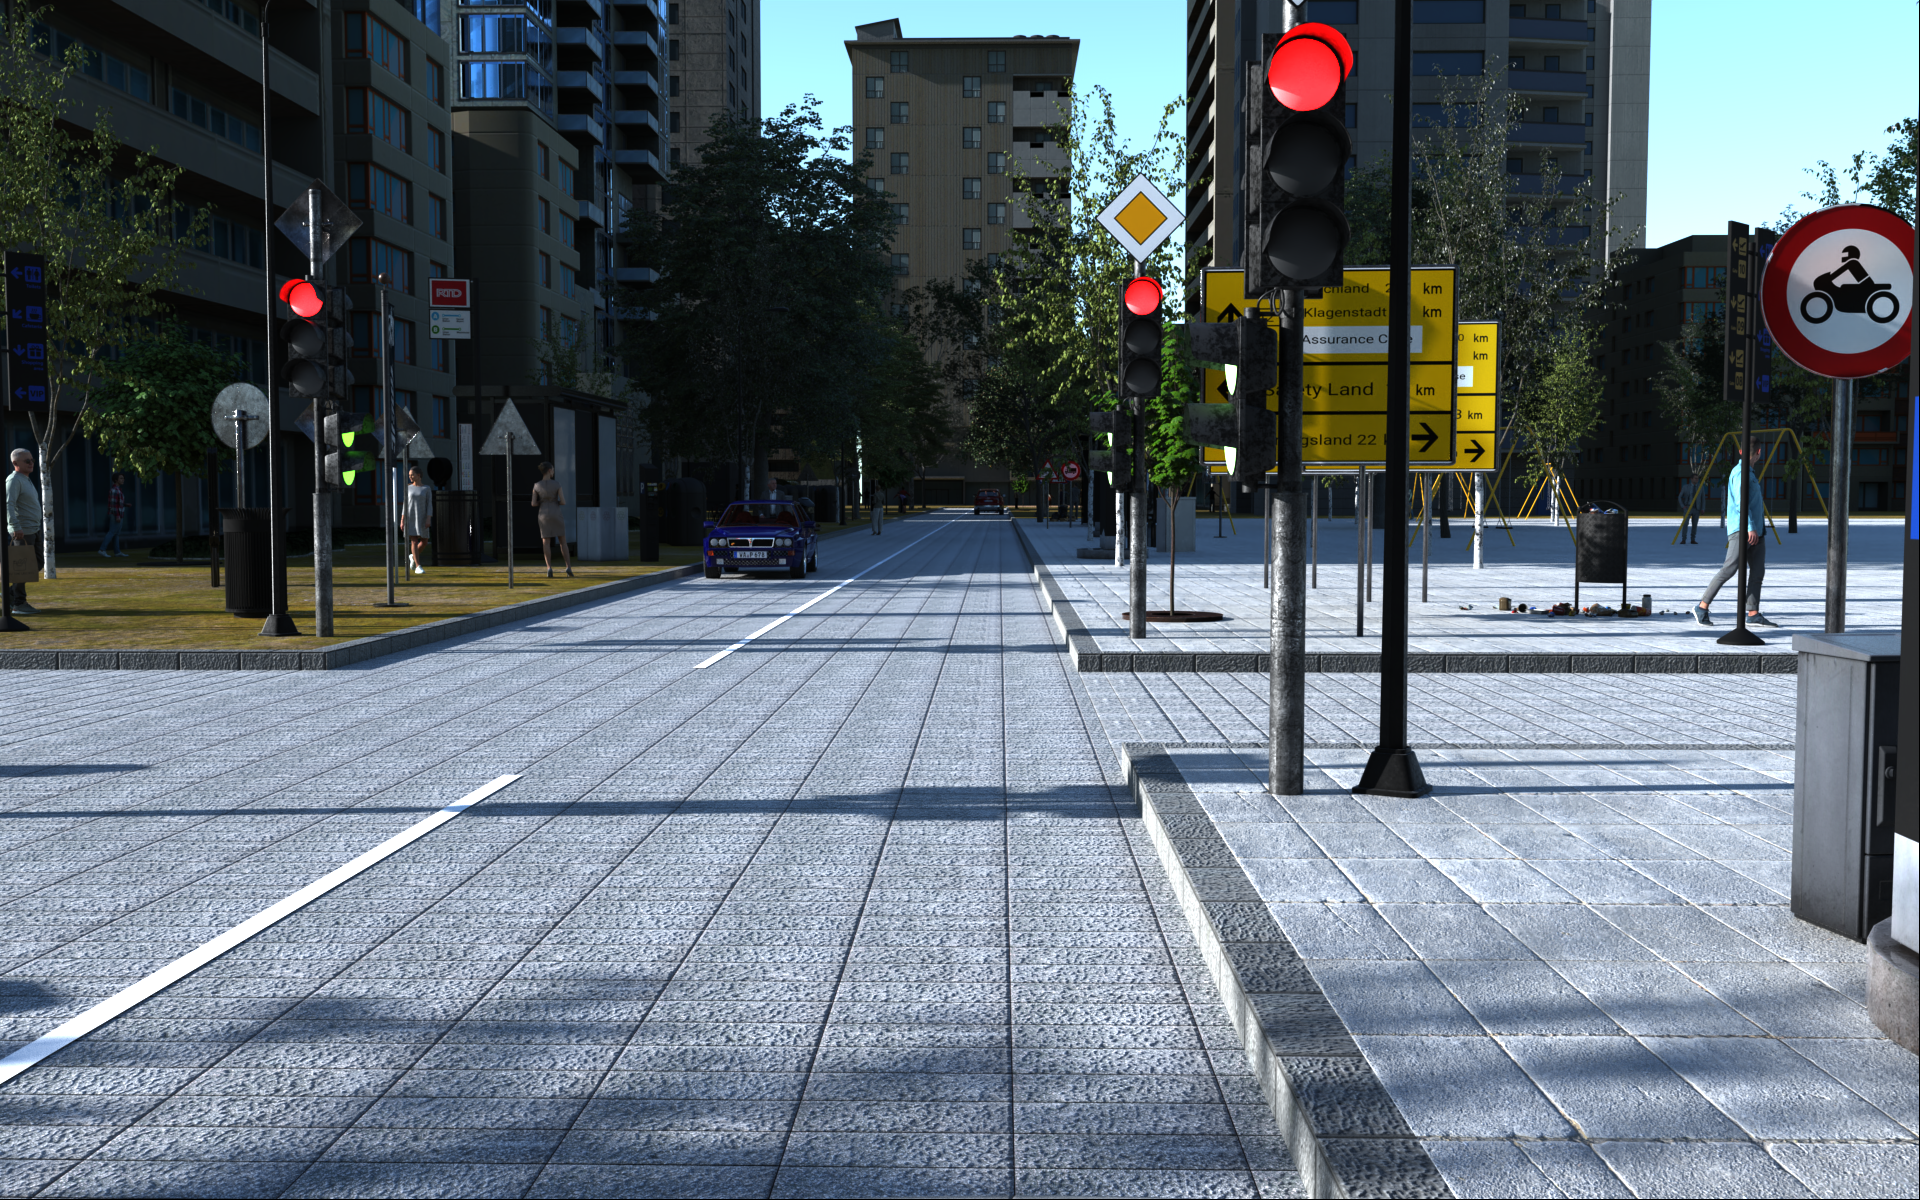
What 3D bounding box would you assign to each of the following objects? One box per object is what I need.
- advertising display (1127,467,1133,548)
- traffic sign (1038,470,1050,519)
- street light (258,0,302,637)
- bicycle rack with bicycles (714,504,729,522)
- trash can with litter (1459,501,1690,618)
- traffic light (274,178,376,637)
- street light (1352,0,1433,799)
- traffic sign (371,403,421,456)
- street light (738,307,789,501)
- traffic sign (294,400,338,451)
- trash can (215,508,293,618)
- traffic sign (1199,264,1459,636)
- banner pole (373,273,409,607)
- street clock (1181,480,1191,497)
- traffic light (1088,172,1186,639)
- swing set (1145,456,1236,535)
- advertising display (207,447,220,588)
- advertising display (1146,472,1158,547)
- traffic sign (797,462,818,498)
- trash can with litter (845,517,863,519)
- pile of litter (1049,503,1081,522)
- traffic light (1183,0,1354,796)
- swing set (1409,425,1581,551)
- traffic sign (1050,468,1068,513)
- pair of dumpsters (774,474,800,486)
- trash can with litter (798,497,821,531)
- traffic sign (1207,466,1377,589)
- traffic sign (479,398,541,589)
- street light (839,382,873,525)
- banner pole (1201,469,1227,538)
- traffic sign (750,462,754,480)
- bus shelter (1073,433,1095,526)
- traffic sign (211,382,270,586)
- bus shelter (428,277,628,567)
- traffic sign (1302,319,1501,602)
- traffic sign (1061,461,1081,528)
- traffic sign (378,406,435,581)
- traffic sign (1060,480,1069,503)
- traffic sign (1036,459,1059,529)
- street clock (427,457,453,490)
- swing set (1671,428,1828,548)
[{"bbox_3d":[3.545,-1.886,36.053,0.123,1.923,0.974,0,4,7],"label":"advertising display"},{"bbox_3d":[4.239,-5.398,88.361,0.768,2.556,0.104,0,4,5],"label":"traffic sign"},{"bbox_3d":[-5.639,-2.630,15.536,1.470,5.913,1.316,0,4,1],"label":"street light"},{"bbox_3d":[-8.677,-2.951,61.625,2.852,0.926,2.925,-1,4,-12],"label":"bicycle rack with bicycles"},{"bbox_3d":[6.562,-0.467,18.695,2.233,1.210,1.678,3,4,38],"label":"trash can with litter"},{"bbox_3d":[-5.695,-1.623,15.459,0.839,4.253,0.868,0,4,1],"label":"traffic light"},{"bbox_3d":[1.326,-2.127,7.315,1.470,5.913,1.316,0,4,1],"label":"street light"},{"bbox_3d":[-8.036,-1.523,24.627,0.795,2.593,0.064,1,4,9],"label":"traffic sign"},{"bbox_3d":[-4.946,-4.320,43.166,1.470,5.913,1.316,0,4,1],"label":"street light"},{"bbox_3d":[-8.112,-1.368,22.097,0.795,2.593,0.064,0,4,8],"label":"traffic sign"},{"bbox_3d":[-7.366,-0.395,18.115,0.748,1.137,0.748,0,3,0],"label":"trash can"},{"bbox_3d":[3.286,-1.325,15.533,2.265,3.308,0.079,0,4,5],"label":"traffic sign"},{"bbox_3d":[-6.543,-1.829,19.915,0.401,3.779,0.863,-1,4,-9],"label":"banner pole"},{"bbox_3d":[8.048,-3.539,62.431,0.471,2.002,0.358,1,4,20],"label":"street clock"},{"bbox_3d":[1.564,-1.614,15.309,0.839,4.253,0.868,0,4,1],"label":"traffic light"},{"bbox_3d":[6.819,-3.499,54.831,2.862,2.851,3.119,-3,5,-40],"label":"swing set"},{"bbox_3d":[-10.402,-1.158,24.151,0.123,1.923,0.974,-1,4,-22],"label":"advertising display"},{"bbox_3d":[4.654,-2.251,42.009,0.123,1.923,0.974,0,4,-5],"label":"advertising display"},{"bbox_3d":[-6.185,-4.297,70.267,0.884,2.594,0.081,0,4,2],"label":"traffic sign"},{"bbox_3d":[-5.944,-4.705,87.983,2.233,1.210,1.678,2,4,26],"label":"trash can with litter"},{"bbox_3d":[4.913,-4.088,80.796,1.719,0.858,1.176,0,4,4],"label":"pile of litter"},{"bbox_3d":[1.382,-1.126,7.326,0.839,4.253,0.868,0,4,1],"label":"traffic light"},{"bbox_3d":[12.599,-2.638,40.759,2.862,2.851,3.119,-1,4,-12],"label":"swing set"},{"bbox_3d":[4.821,-5.176,84.629,0.884,2.594,0.081,1,4,9],"label":"traffic sign"},{"bbox_3d":[-8.408,-4.894,82.517,1.574,2.255,4.437,0,4,1],"label":"pair of dumpsters"},{"bbox_3d":[-5.160,-2.977,60.058,0.624,1.170,1.055,-3,4,-39],"label":"trash can with litter"},{"bbox_3d":[4.489,-1.808,23.435,2.265,3.308,0.079,0,4,6],"label":"traffic sign"},{"bbox_3d":[-6.089,-1.432,23.423,0.884,2.594,0.081,1,4,9],"label":"traffic sign"},{"bbox_3d":[-4.256,-6.009,70.795,1.470,5.913,1.316,0,4,1],"label":"street light"},{"bbox_3d":[7.467,-3.726,50.935,0.863,3.779,0.401,-1,4,-20],"label":"banner pole"},{"bbox_3d":[-7.705,-3.991,65.261,0.884,2.594,0.081,0,4,2],"label":"traffic sign"},{"bbox_3d":[5.548,-4.817,70.035,1.731,3.624,6.357,0,4,1],"label":"bus shelter"},{"bbox_3d":[-8.206,-1.203,19.770,0.768,2.556,0.104,1,4,11],"label":"traffic sign"},{"bbox_3d":[-8.692,-3.498,34.829,2.179,5.291,8.768,0,4,1],"label":"bus shelter"},{"bbox_3d":[5.184,-1.625,20.449,2.265,3.308,0.079,1,4,8],"label":"traffic sign"},{"bbox_3d":[4.219,-4.033,66.038,0.768,2.556,0.104,0,4,7],"label":"traffic sign"},{"bbox_3d":[-8.162,-1.561,25.521,0.884,2.594,0.081,1,4,8],"label":"traffic sign"},{"bbox_3d":[5.286,-5.400,88.398,0.768,2.556,0.104,1,4,9],"label":"traffic sign"},{"bbox_3d":[3.228,-3.897,63.717,0.884,2.594,0.081,0,4,5],"label":"traffic sign"},{"bbox_3d":[-10.265,-1.814,34.227,0.471,2.002,0.358,2,4,28],"label":"street clock"},{"bbox_3d":[19.529,-2.753,42.624,2.862,2.851,3.119,0,4,-3],"label":"swing set"}]
